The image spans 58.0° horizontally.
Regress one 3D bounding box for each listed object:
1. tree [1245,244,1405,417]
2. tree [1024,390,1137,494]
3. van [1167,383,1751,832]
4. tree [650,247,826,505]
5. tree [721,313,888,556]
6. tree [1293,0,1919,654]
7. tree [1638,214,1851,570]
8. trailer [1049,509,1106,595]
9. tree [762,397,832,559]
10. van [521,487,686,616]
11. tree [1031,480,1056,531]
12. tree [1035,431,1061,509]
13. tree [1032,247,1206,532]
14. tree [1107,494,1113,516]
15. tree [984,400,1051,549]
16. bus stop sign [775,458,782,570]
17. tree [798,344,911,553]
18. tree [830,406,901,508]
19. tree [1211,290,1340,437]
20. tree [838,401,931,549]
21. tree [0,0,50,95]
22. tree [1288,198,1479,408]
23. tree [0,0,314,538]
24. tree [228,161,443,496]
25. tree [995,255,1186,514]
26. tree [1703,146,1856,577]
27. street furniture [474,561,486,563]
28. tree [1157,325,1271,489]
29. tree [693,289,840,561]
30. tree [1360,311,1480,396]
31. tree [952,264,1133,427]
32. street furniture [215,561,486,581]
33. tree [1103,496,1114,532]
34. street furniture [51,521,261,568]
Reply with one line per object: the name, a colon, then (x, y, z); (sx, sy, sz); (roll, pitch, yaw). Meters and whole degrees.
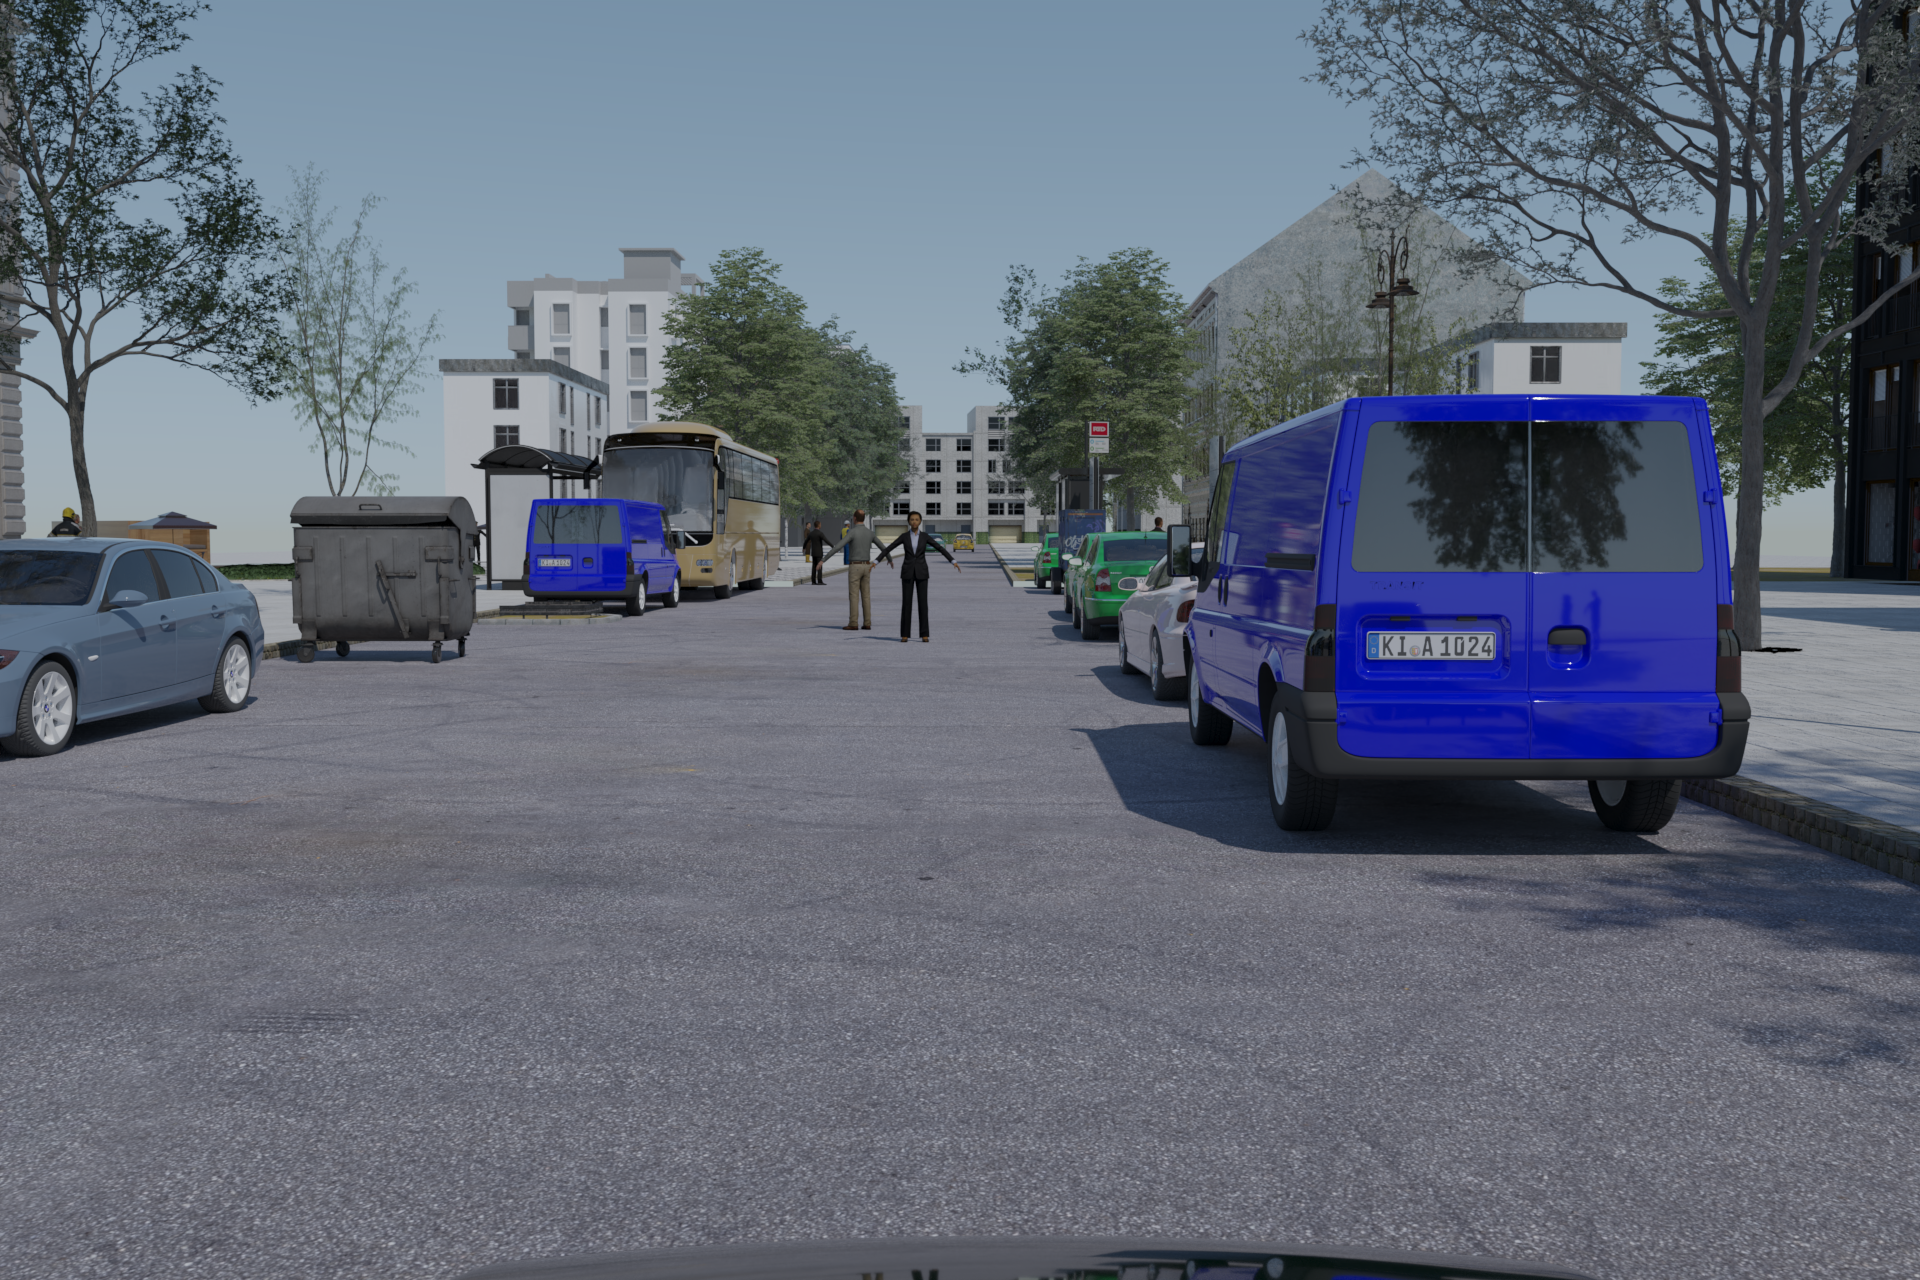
tree: (9.081, -5.783, 44.910); (4.360, 8.622, 3.978); (0, 3, 0)
tree: (7.123, -10.132, 100.063); (7.601, 10.594, 8.767); (-3, 4, -39)
van: (2.486, -0.343, 9.999); (2.240, 2.365, 5.245); (0, 4, 1)
tree: (-8.877, -9.212, 68.749); (7.486, 12.596, 7.792); (0, 3, 0)
tree: (-8.883, -11.809, 99.735); (9.857, 13.997, 8.962); (0, 3, 0)
tree: (8.785, -6.627, 18.720); (12.009, 13.543, 11.850); (0, 3, 0)
tree: (28.191, -8.806, 62.100); (7.486, 12.596, 7.792); (0, 3, 0)
trailer: (2.904, -2.142, 42.064); (1.471, 1.999, 3.904); (0, 3, 0)
tree: (-9.263, -8.529, 89.809); (4.360, 8.622, 3.978); (0, 3, 0)
van: (-6.451, -1.684, 31.913); (2.240, 2.365, 5.245); (0, 4, 0)
tree: (7.917, -11.378, 136.387); (4.360, 8.622, 3.978); (0, 3, 0)
tree: (6.710, -9.774, 110.170); (4.360, 8.622, 3.978); (0, 3, 0)
tree: (6.494, -9.233, 69.092); (7.486, 12.596, 7.792); (0, 3, 0)
tree: (23.066, -17.977, 244.281); (4.360, 8.622, 3.978); (0, 3, 0)
tree: (7.470, -14.812, 152.545); (12.009, 13.543, 11.850); (0, 3, 0)
bus stop sign: (-6.711, -4.425, 61.058); (0.855, 3.939, 0.416); (0, 4, 1)
tree: (-7.715, -12.841, 116.610); (9.857, 13.997, 8.962); (0, 3, 0)
tree: (-8.269, -12.856, 135.953); (9.928, 11.665, 9.643); (0, 3, 0)
tree: (9.803, -6.293, 53.253); (4.737, 8.622, 4.395); (0, 3, 0)
tree: (-7.661, -14.622, 149.435); (12.009, 13.543, 11.850); (0, 3, 0)
tree: (-12.512, -6.333, 13.908); (12.009, 13.543, 11.850); (0, 3, 0)
tree: (8.916, -5.264, 36.428); (4.360, 8.622, 3.978); (0, 3, 0)
tree: (-13.168, -5.567, 25.429); (7.601, 10.594, 8.767); (-1, 4, -9)
tree: (-12.595, -5.174, 34.959); (4.360, 8.622, 3.978); (0, 3, 0)
tree: (6.288, -10.661, 80.968); (9.857, 13.997, 8.962); (0, 3, 0)
tree: (25.833, -8.151, 51.393); (7.486, 12.596, 7.792); (0, 3, 0)
street furniture: (-12.755, -3.652, 66.557); (11.010, 1.723, 9.812); (-1, 4, -20)
tree: (9.193, -6.746, 60.660); (4.360, 8.622, 3.978); (0, 3, 0)
tree: (-8.919, -9.941, 80.664); (7.486, 12.596, 7.792); (0, 3, 0)
tree: (15.072, -6.490, 56.477); (4.737, 8.622, 4.395); (0, 3, 0)
tree: (6.247, -16.305, 122.480); (12.611, 20.169, 13.585); (0, 3, 0)
street furniture: (-17.941, -2.204, 51.660); (5.734, 0.657, 10.072); (1, 4, 14)
tree: (20.877, -17.608, 238.252); (4.737, 8.622, 4.395); (0, 3, 0)
street furniture: (-29.683, -3.260, 60.151); (9.812, 1.723, 11.010); (3, 4, 36)
